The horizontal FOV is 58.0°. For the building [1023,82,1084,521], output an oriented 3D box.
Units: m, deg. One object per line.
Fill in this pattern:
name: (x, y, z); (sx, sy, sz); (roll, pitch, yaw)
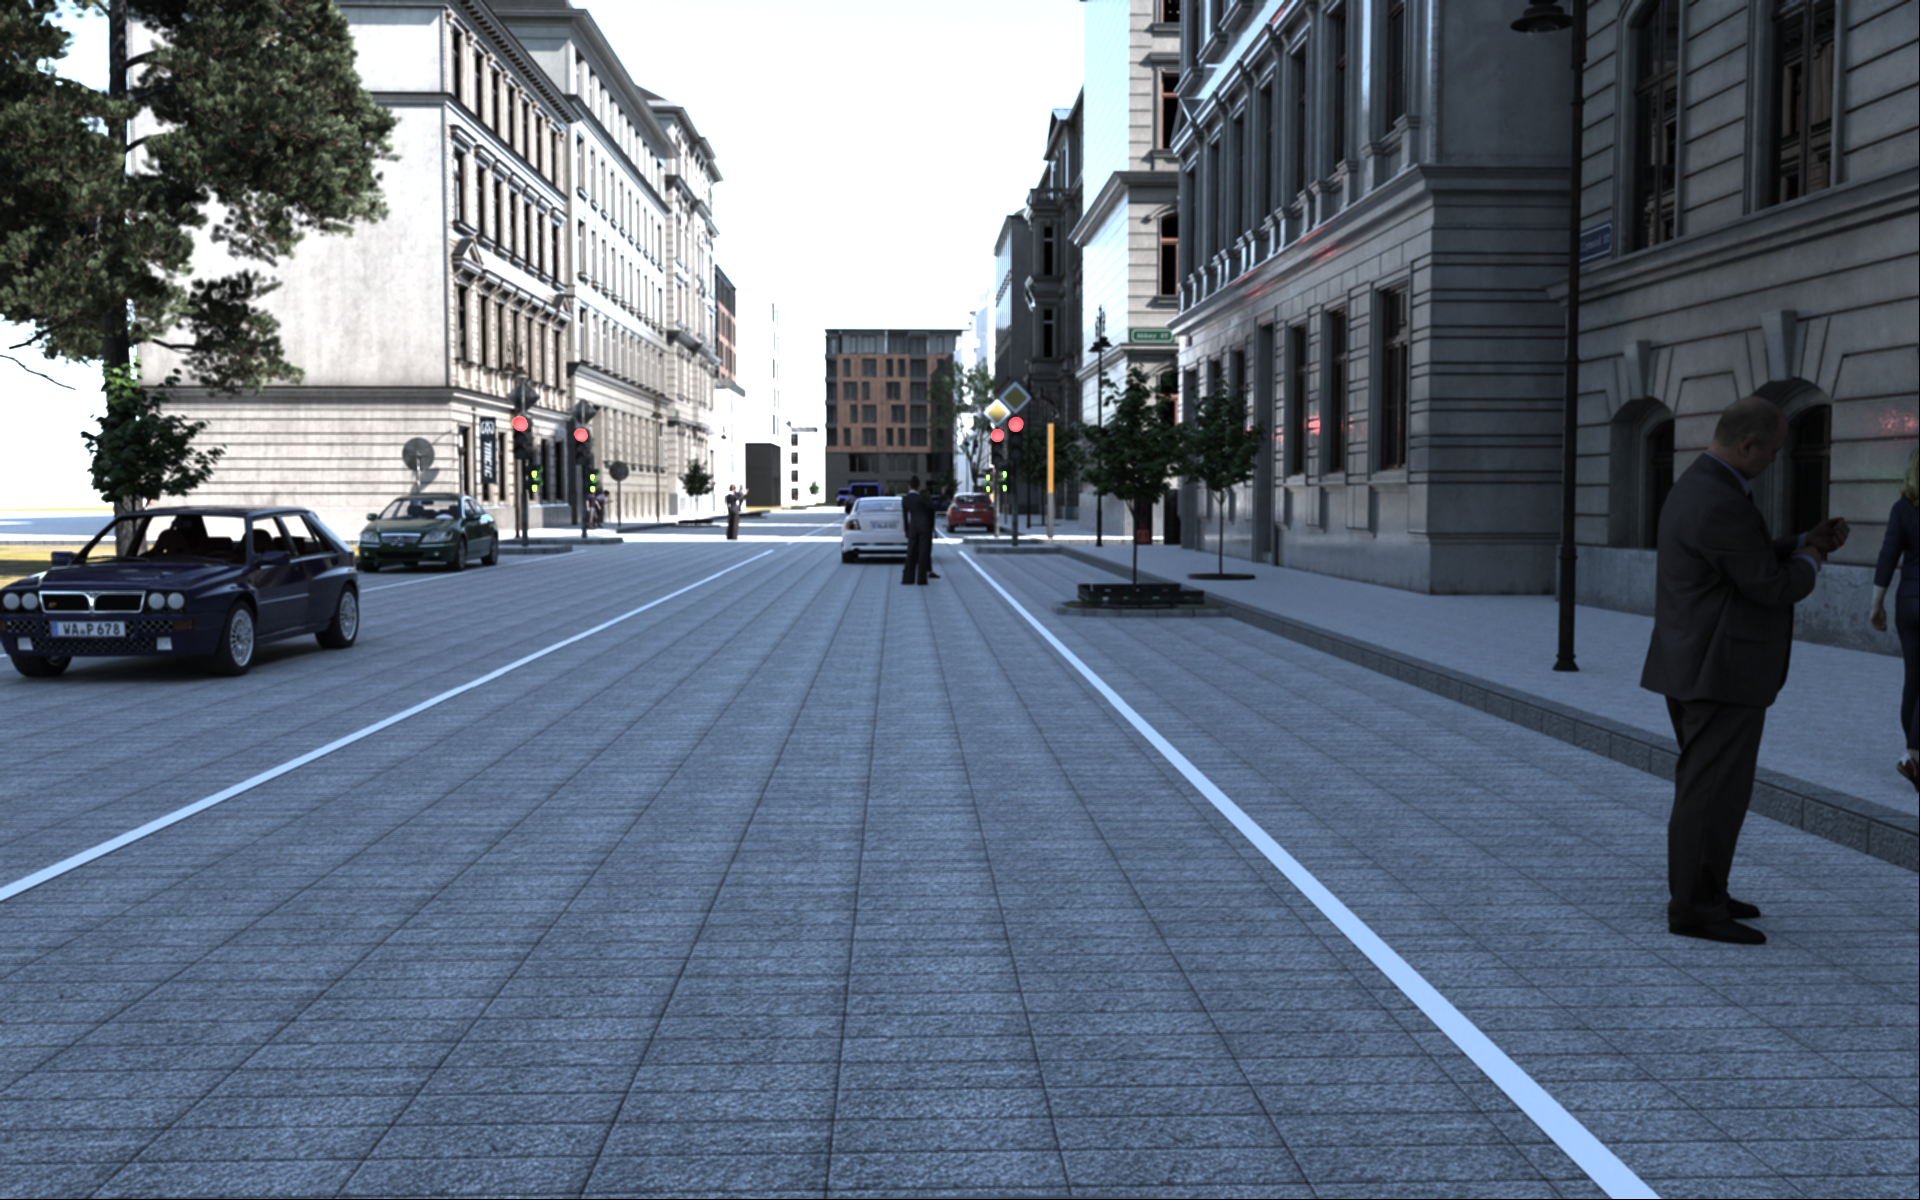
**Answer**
building: (10.614, -16.579, 90.158); (14.460, 24.649, 34.723); (0, 4, -2)

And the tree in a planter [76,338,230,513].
tree in a planter: (-9.547, -1.392, 19.983); (1.991, 3.239, 1.994); (0, 4, -2)

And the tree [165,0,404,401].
tree: (-12.574, -7.241, 25.815); (7.806, 13.903, 7.818); (0, 3, 0)

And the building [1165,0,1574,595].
building: (10.557, -11.925, 31.133); (11.583, 22.565, 21.152); (0, 4, -2)

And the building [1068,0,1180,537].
building: (15.791, -16.531, 57.670); (23.554, 28.519, 14.401); (0, 4, -2)

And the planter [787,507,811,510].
planter: (-14.183, -8.048, 152.731); (1.991, 0.319, 1.994); (0, 4, -2)

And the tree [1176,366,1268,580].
tree: (3.833, -1.937, 26.274); (1.663, 3.219, 1.824); (0, 3, 0)

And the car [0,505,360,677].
car: (-6.522, -0.137, 14.816); (1.945, 1.354, 3.894); (0, 4, -1)

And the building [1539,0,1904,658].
building: (12.859, -11.264, 3.247); (14.460, 24.649, 34.723); (0, 4, -2)

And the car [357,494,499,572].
car: (-10.177, -1.322, 33.408); (2.131, 1.459, 4.920); (0, 4, -3)

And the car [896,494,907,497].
car: (-4.114, -7.238, 128.573); (2.015, 1.641, 3.980); (0, 4, -1)

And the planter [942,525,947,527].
planter: (0.237, -3.318, 75.390); (1.991, 0.319, 1.994); (0, 4, -2)

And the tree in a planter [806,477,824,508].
tree in a planter: (-15.127, -11.156, 179.627); (1.991, 3.239, 1.994); (0, 4, -2)

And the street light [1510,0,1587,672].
street light: (4.406, -2.424, 12.419); (0.468, 5.910, 1.993); (0, 4, -2)

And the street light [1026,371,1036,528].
street light: (2.593, -5.647, 65.124); (0.468, 5.910, 1.993); (0, 4, -2)

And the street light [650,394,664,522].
street light: (-14.012, -6.572, 80.243); (0.468, 5.910, 1.993); (0, 4, -2)

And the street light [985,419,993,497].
street light: (1.589, -7.472, 94.949); (0.468, 5.910, 1.993); (0, 4, -2)

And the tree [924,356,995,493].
tree: (1.093, -12.583, 131.485); (9.928, 11.665, 9.643); (0, 3, 0)

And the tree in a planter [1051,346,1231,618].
tree in a planter: (2.131, -1.453, 20.980); (1.991, 3.239, 1.994); (0, 4, -2)

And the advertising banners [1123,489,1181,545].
advertising banners: (4.664, -2.914, 43.828); (2.074, 3.025, 0.090); (0, 4, 4)

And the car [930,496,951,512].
car: (-1.424, -6.419, 117.537); (1.945, 1.354, 3.894); (0, 4, -2)

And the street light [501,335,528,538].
street light: (-12.910, -4.745, 50.373); (0.468, 5.910, 1.993); (0, 4, -2)

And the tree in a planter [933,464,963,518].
tree in a planter: (-0.726, -6.453, 102.728); (1.991, 3.239, 1.994); (0, 4, -2)

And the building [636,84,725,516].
building: (-23.111, -19.820, 111.445); (14.401, 28.519, 23.554); (0, 4, -2)

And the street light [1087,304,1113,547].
street light: (3.410, -4.248, 42.245); (0.468, 5.910, 1.993); (0, 4, -2)

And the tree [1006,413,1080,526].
tree: (3.440, -5.322, 70.733); (4.285, 4.588, 4.351); (0, 3, 0)

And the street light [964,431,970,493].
street light: (0.522, -9.337, 125.453); (0.468, 5.910, 1.993); (0, 4, -2)

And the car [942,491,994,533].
car: (0.414, -3.428, 65.086); (2.155, 1.783, 4.494); (0, 4, -2)

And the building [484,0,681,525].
building: (-23.523, -15.372, 84.623); (16.112, 22.955, 30.059); (0, 4, -2)

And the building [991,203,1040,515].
building: (7.409, -16.359, 116.620); (9.793, 20.994, 18.267); (0, 4, -2)

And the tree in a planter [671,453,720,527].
tree in a planter: (-11.482, -4.777, 75.329); (1.991, 3.239, 1.994); (0, 4, -2)

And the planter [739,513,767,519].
planter: (-12.428, -4.967, 102.345); (1.991, 0.319, 1.994); (0, 4, -2)

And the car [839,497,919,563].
car: (-1.581, -1.532, 37.405); (2.083, 1.381, 4.827); (0, 4, -2)

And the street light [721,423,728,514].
street light: (-15.054, -8.427, 110.575); (0.468, 5.910, 1.993); (0, 4, -2)

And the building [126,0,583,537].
building: (-19.992, -11.938, 59.816); (10.561, 19.102, 19.286); (0, 4, -2)
